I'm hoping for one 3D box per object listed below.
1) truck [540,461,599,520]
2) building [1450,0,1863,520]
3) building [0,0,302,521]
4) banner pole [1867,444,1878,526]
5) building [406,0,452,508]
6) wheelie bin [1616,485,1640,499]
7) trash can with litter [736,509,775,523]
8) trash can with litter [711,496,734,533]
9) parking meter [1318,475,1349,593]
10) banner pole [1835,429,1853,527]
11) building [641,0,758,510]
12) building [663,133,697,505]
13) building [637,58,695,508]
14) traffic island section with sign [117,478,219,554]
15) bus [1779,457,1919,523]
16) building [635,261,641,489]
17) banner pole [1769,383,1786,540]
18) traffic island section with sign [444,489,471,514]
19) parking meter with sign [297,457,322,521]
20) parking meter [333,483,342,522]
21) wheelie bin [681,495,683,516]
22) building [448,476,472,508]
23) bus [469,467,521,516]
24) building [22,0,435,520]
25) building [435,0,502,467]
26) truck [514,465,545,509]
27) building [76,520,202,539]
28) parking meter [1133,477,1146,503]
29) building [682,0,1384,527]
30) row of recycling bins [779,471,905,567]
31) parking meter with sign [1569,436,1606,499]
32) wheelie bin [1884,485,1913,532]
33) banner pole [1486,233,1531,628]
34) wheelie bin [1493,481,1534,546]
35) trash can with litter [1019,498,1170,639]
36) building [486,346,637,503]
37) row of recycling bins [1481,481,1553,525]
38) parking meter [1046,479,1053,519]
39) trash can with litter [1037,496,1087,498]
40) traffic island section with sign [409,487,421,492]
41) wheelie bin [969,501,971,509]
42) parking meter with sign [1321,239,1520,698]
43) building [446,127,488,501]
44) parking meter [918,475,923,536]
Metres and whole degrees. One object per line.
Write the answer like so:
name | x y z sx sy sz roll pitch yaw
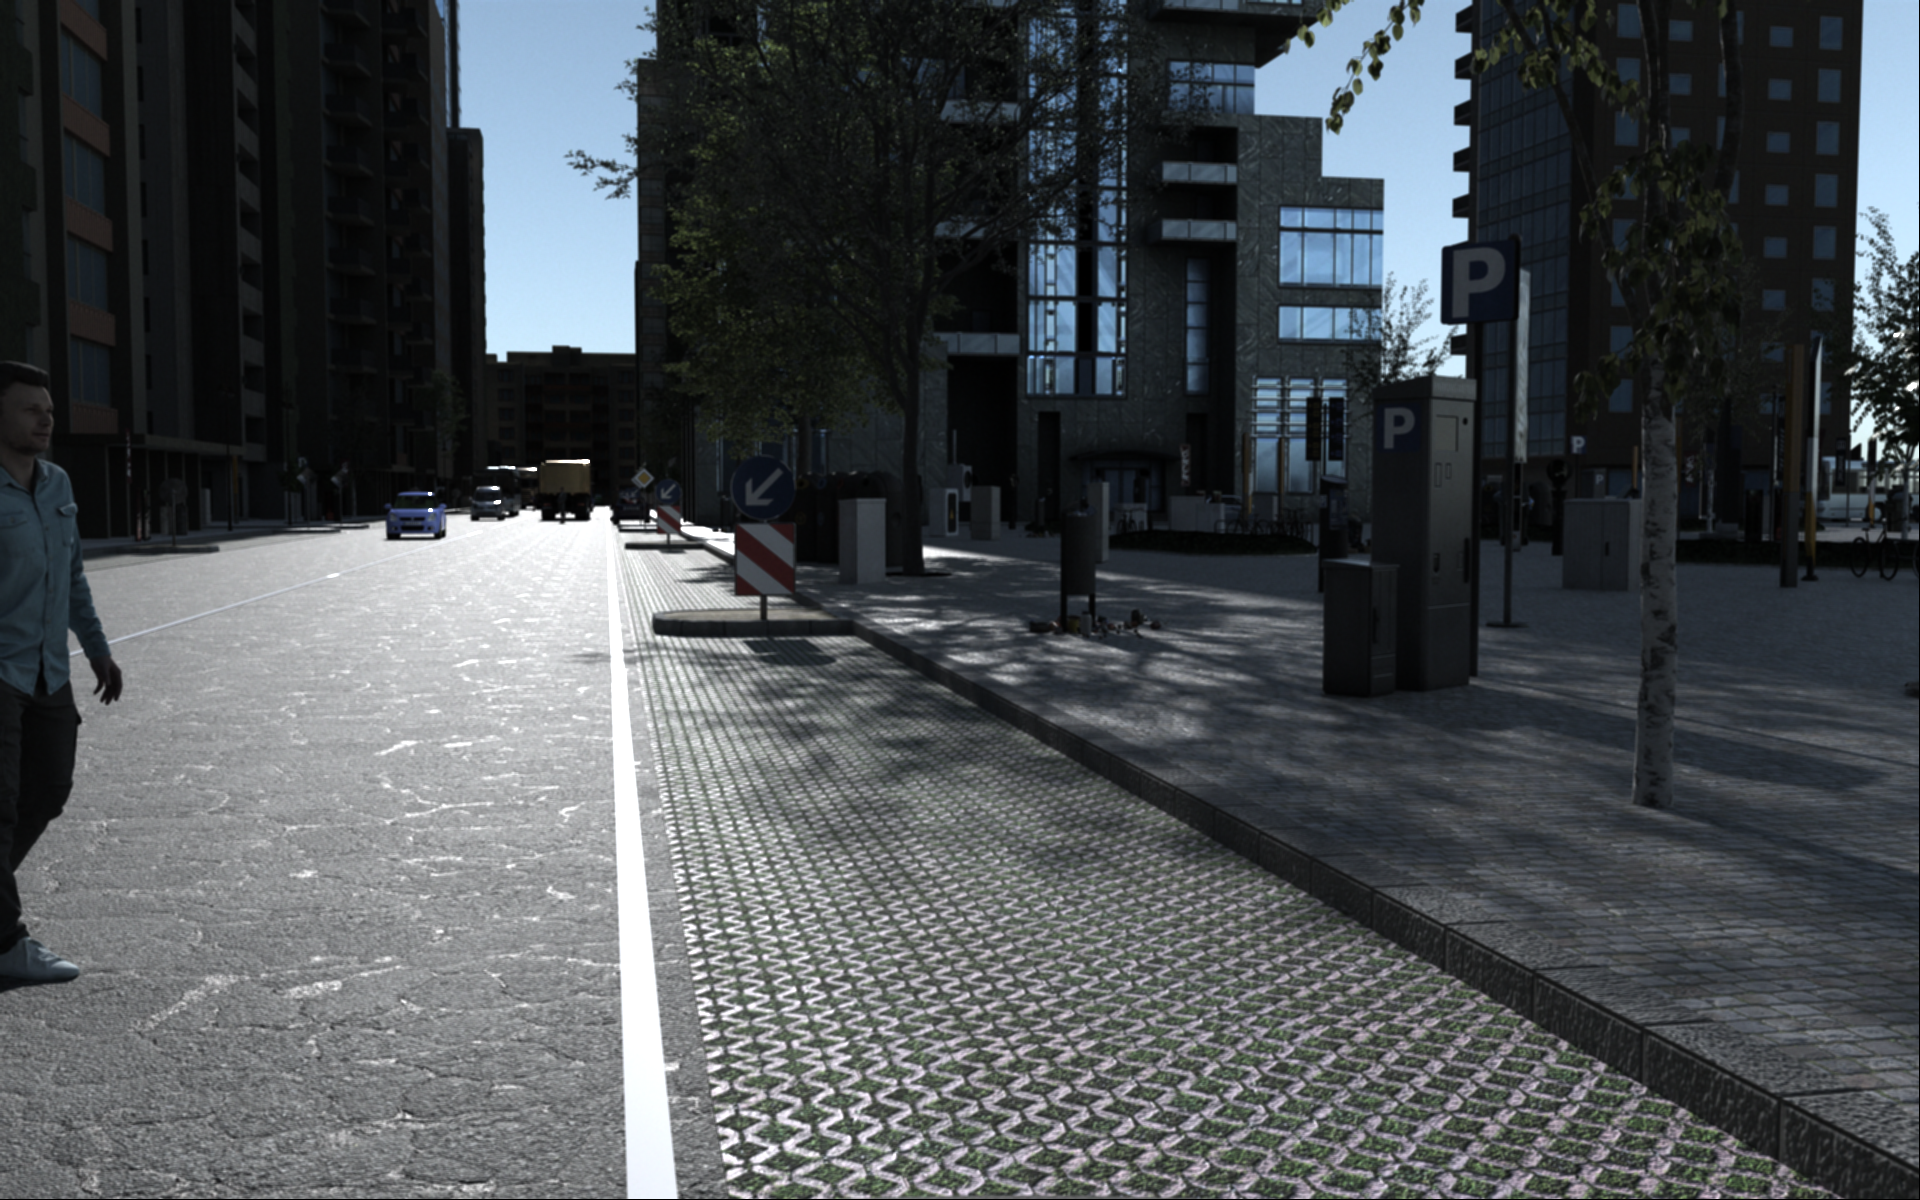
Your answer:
truck | -22.913 -6.424 100.962 3.469 3.379 9.791 -1 4 -10
building | 35.333 -26.857 89.215 14.200 45.320 14.600 -1 4 -12
building | -40.339 -19.014 82.581 14.160 30.474 14.107 -1 4 -12
banner pole | 36.483 -4.851 69.337 0.401 3.779 0.863 0 4 4
building | -51.927 -30.536 149.377 14.600 45.320 14.200 -1 4 -12
wheelie bin | 22.217 -3.037 57.571 0.693 1.594 0.980 0 4 -3
trash can with litter | -4.445 -1.678 38.828 1.055 1.170 0.624 -3 4 -37
trash can with litter | -7.636 -2.908 58.603 1.678 1.210 2.233 2 4 24
parking meter | 4.877 -0.868 22.607 0.372 1.533 0.369 0 3 0
banner pole | 34.365 -4.730 67.351 0.401 3.779 0.863 -1 4 -21
building | -23.737 -45.638 184.441 20.563 71.187 20.611 -1 4 -12
building | -17.274 -22.677 142.467 14.160 30.474 14.107 -1 4 -12
building | -23.940 -29.605 167.642 14.154 41.232 14.086 -1 4 -12
traffic island section with sign | -19.251 -2.057 42.253 1.989 1.847 2.006 -1 4 -12
bus | 44.704 -5.300 81.516 13.247 3.499 2.948 -1 4 -12
building | -33.370 -27.188 216.226 14.160 30.474 14.107 -1 4 -12
banner pole | 18.396 -2.992 38.938 0.401 3.779 0.863 0 4 -4
traffic island section with sign | -35.815 -7.011 123.262 1.989 1.847 2.006 -1 4 -12
parking meter with sign | -30.850 -5.259 82.251 0.543 3.016 1.738 0 4 1
parking meter | -28.894 -4.567 80.383 0.255 1.863 0.399 0 4 5
wheelie bin | -15.351 -5.510 97.991 0.693 1.594 0.980 0 4 4
building | -64.366 -29.026 166.454 32.217 40.220 23.993 -1 4 -12
bus | -30.634 -7.332 114.740 2.948 3.499 13.247 -1 4 -12
building | -46.216 -27.912 110.986 22.147 44.769 28.867 -1 4 -12
building | -71.153 -54.497 203.694 31.000 86.520 22.319 -1 4 -12
truck | -41.754 -10.934 167.689 2.839 4.237 11.283 -1 4 -10
building | -38.200 -24.123 49.037 28.867 44.769 22.147 -1 4 -12
parking meter | 6.093 -3.249 58.830 0.255 1.863 0.399 -2 4 -33
building | 2.150 -47.082 82.458 31.000 86.520 22.319 -1 4 -12
row of recycling bins | -2.090 -1.520 31.961 1.069 1.692 3.534 -2 4 -31
parking meter with sign | 18.610 -3.345 50.959 0.543 3.016 1.738 -1 4 -12
wheelie bin | 31.583 -3.082 58.304 0.693 1.594 0.980 0 4 -7
banner pole | 5.434 -1.644 16.896 0.401 3.779 0.863 2 4 31
wheelie bin | 13.807 -2.166 43.316 0.980 1.594 0.693 0 4 5
trash can with litter | 1.424 -0.332 16.484 1.678 1.210 2.233 3 4 36
building | -54.556 -24.260 241.686 28.899 21.520 27.650 -1 4 -12
row of recycling bins | 18.366 -3.060 57.152 1.069 1.692 3.534 -1 4 -13
parking meter | 3.534 -3.844 68.560 0.255 1.863 0.399 0 4 0
trash can with litter | 2.604 -2.495 51.856 1.678 1.210 2.233 1 4 20
traffic island section with sign | -30.326 -5.369 96.412 1.989 1.847 2.006 -1 4 -12
wheelie bin | 0.116 -5.518 98.122 0.693 1.594 0.980 -3 4 -36
parking meter with sign | 3.050 -0.933 11.512 0.543 3.016 1.738 3 5 43
building | -58.878 -30.785 186.935 14.154 41.232 14.086 -1 4 -12
parking meter | -1.202 -2.474 46.158 0.399 1.863 0.255 -1 4 -14
